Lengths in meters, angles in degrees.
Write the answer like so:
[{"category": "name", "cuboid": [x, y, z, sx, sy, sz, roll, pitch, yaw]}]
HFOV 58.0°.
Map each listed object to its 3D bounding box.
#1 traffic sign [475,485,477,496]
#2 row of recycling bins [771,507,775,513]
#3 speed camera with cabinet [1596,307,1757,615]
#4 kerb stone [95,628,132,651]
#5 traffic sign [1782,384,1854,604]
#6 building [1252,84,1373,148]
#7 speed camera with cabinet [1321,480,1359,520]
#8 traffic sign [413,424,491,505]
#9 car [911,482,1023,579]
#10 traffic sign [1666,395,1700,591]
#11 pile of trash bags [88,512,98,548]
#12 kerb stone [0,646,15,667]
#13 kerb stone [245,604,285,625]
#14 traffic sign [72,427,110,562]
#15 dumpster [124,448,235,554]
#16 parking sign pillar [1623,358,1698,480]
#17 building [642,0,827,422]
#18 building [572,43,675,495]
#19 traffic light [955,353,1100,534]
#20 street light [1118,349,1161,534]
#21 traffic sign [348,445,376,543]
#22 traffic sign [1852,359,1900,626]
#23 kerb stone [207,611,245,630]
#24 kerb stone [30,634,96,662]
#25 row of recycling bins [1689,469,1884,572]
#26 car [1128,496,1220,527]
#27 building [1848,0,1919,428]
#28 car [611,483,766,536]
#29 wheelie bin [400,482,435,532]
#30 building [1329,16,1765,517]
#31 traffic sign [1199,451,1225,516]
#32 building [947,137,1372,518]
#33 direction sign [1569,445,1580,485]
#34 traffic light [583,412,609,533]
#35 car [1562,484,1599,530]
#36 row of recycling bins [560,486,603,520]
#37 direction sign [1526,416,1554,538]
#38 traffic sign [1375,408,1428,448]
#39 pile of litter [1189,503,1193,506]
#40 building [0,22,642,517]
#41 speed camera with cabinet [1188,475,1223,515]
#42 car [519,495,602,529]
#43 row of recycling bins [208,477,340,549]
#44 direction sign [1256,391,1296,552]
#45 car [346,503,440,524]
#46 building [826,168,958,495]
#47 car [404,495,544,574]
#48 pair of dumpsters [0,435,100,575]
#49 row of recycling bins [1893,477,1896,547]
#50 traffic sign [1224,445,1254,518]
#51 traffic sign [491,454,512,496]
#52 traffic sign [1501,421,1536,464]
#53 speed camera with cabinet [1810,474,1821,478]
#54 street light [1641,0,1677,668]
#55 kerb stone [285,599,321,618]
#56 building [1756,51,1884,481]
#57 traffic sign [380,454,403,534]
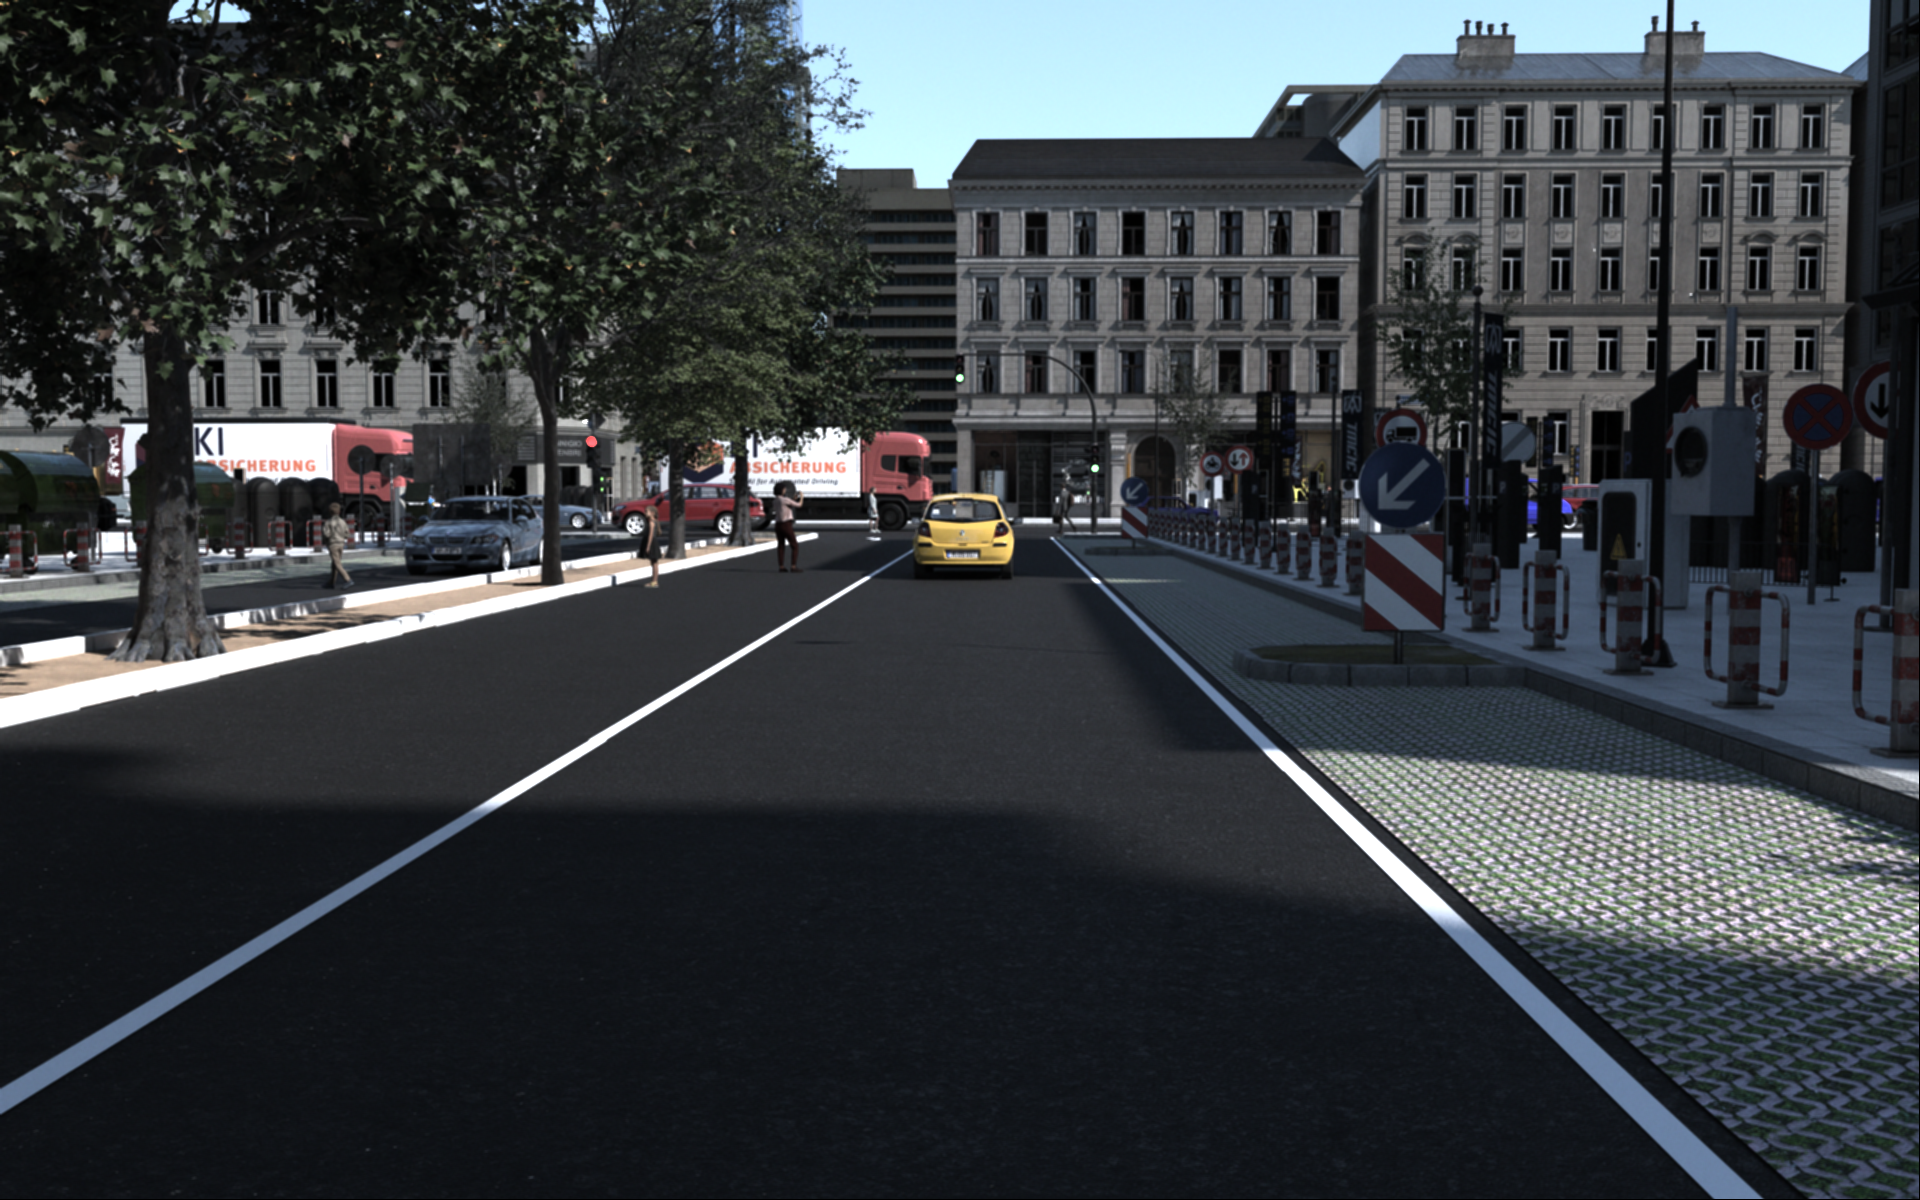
[{"category": "traffic sign", "cuboid": [-14.143, -2.968, 50.661, 0.606, 2.300, 0.079, 0, 4, 2]}, {"category": "row of recycling bins", "cuboid": [-13.553, -6.944, 120.652, 3.534, 1.692, 1.069, -1, 4, -13]}, {"category": "speed camera with cabinet", "cuboid": [7.831, -1.510, 19.031, 0.660, 3.252, 2.038, -1, 4, -12]}, {"category": "kerb stone", "cuboid": [-7.889, 0.366, 16.206, 0.120, 0.150, 1.000, 0, 4, 2]}, {"category": "traffic sign", "cuboid": [9.906, -1.222, 20.081, 0.768, 2.556, 0.104, 1, 4, 10]}, {"category": "building", "cuboid": [40.198, -28.493, 157.734, 32.217, 40.220, 23.993, 0, 4, 2]}, {"category": "speed camera with cabinet", "cuboid": [18.972, -5.662, 86.915, 2.038, 3.252, 0.660, 2, 4, 35]}, {"category": "traffic sign", "cuboid": [-14.684, -3.437, 50.060, 2.265, 3.308, 0.079, 0, 4, 2]}, {"category": "car", "cuboid": [0.106, -1.246, 30.601, 2.015, 1.641, 3.980, 0, 4, 2]}, {"category": "traffic sign", "cuboid": [9.576, -1.392, 22.759, 0.884, 2.594, 0.081, 1, 4, 8]}, {"category": "pile of trash bags", "cuboid": [-21.199, -1.879, 40.476, 1.912, 1.369, 3.447, -2, 4, -32]}, {"category": "kerb stone", "cuboid": [-7.957, 0.492, 14.150, 0.120, 0.150, 1.000, 0, 4, 2]}, {"category": "kerb stone", "cuboid": [-7.816, 0.179, 19.284, 0.120, 0.150, 1.000, 0, 4, 2]}, {"category": "traffic sign", "cuboid": [-16.424, -1.996, 32.744, 0.768, 2.556, 0.104, 0, 4, 7]}, {"category": "dumpster", "cuboid": [-16.403, -2.074, 36.407, 1.502, 2.255, 1.985, 0, 4, 2]}, {"category": "parking sign pillar", "cuboid": [13.907, -2.812, 34.443, 1.447, 3.967, 1.447, 0, 4, -4]}, {"category": "building", "cuboid": [-35.077, -57.948, 260.120, 31.000, 86.520, 22.319, 0, 4, 2]}, {"category": "building", "cuboid": [-32.443, -28.773, 154.037, 14.154, 41.232, 14.086, 0, 4, 2]}, {"category": "traffic light", "cuboid": [2.220, -4.967, 55.879, 4.771, 5.953, 1.251, 0, 4, 2]}, {"category": "street light", "cuboid": [5.758, -5.075, 55.516, 1.470, 5.913, 1.316, 0, 4, 2]}, {"category": "traffic sign", "cuboid": [-15.538, -2.745, 44.981, 0.768, 2.556, 0.104, 0, 4, 7]}, {"category": "traffic sign", "cuboid": [8.818, -1.000, 16.450, 0.768, 2.556, 0.104, 0, 4, 2]}, {"category": "kerb stone", "cuboid": [-7.845, 0.241, 18.260, 0.120, 0.150, 1.000, 0, 4, 2]}, {"category": "kerb stone", "cuboid": [-7.924, 0.431, 15.182, 0.120, 0.150, 1.000, 0, 4, 2]}, {"category": "row of recycling bins", "cuboid": [13.916, -1.388, 29.811, 1.069, 1.692, 3.534, -3, 5, -39]}, {"category": "car", "cuboid": [8.928, -3.678, 72.721, 3.894, 1.354, 1.945, 0, 4, 3]}, {"category": "building", "cuboid": [26.968, -14.313, 27.530, 14.314, 27.812, 24.014, 0, 4, 2]}, {"category": "car", "cuboid": [-9.400, -3.135, 59.923, 5.304, 1.827, 2.281, 0, 4, 1]}, {"category": "wheelie bin", "cuboid": [-14.740, -2.399, 47.124, 0.980, 1.594, 0.693, 0, 4, -3]}, {"category": "building", "cuboid": [34.041, -18.250, 95.653, 25.104, 27.353, 12.463, 0, 4, 2]}, {"category": "traffic sign", "cuboid": [7.464, -3.131, 51.306, 0.768, 2.556, 0.104, 0, 4, 5]}, {"category": "building", "cuboid": [1.228, -14.979, 95.819, 40.483, 20.767, 10.553, 0, 4, 2]}, {"category": "direction sign", "cuboid": [28.365, -5.384, 80.023, 0.876, 3.537, 0.379, -3, 5, -44]}, {"category": "traffic light", "cuboid": [-11.893, -4.126, 56.380, 0.839, 4.253, 0.868, 0, 4, 2]}, {"category": "car", "cuboid": [25.575, -3.715, 69.421, 5.304, 1.827, 2.281, 0, 4, 0]}, {"category": "row of recycling bins", "cuboid": [-18.611, -4.761, 84.959, 1.069, 1.692, 3.534, -3, 4, -37]}, {"category": "direction sign", "cuboid": [16.904, -3.581, 50.549, 0.379, 3.537, 0.876, -3, 5, -40]}, {"category": "traffic sign", "cuboid": [6.546, -1.569, 25.758, 0.768, 2.556, 0.104, 0, 4, 6]}, {"category": "pile of litter", "cuboid": [10.698, -4.209, 82.788, 1.176, 0.858, 1.719, 3, 5, 43]}, {"category": "building", "cuboid": [-41.343, -19.748, 99.290, 44.131, 29.872, 17.030, 0, 4, 2]}, {"category": "speed camera with cabinet", "cuboid": [11.959, -5.535, 84.833, 0.660, 3.252, 2.038, -2, 4, -34]}, {"category": "car", "cuboid": [-17.174, -3.678, 72.131, 4.499, 1.417, 2.014, 0, 4, 1]}, {"category": "row of recycling bins", "cuboid": [-16.554, -2.133, 41.989, 1.069, 1.692, 3.534, 2, 4, 30]}, {"category": "direction sign", "cuboid": [6.945, -2.821, 38.124, 0.876, 3.537, 0.379, 2, 4, 25]}, {"category": "car", "cuboid": [-22.608, -3.428, 68.413, 4.827, 1.381, 2.083, 0, 4, 3]}, {"category": "building", "cuboid": [-8.499, -38.917, 259.996, 21.600, 48.544, 21.300, 0, 4, 2]}, {"category": "car", "cuboid": [-8.962, -1.248, 32.407, 2.014, 1.417, 4.499, 0, 3, 0]}, {"category": "pair of dumpsters", "cuboid": [-15.249, -1.496, 26.953, 1.574, 2.255, 4.437, 0, 4, 1]}, {"category": "row of recycling bins", "cuboid": [21.766, -2.199, 43.075, 3.534, 1.692, 1.069, 2, 4, 30]}, {"category": "traffic sign", "cuboid": [7.192, -2.727, 44.697, 0.768, 2.556, 0.104, 1, 4, 11]}, {"category": "traffic sign", "cuboid": [-14.729, -3.390, 55.525, 0.768, 2.556, 0.104, 0, 4, 7]}, {"category": "traffic sign", "cuboid": [9.692, -1.852, 30.382, 0.768, 2.556, 0.104, 0, 4, 4]}, {"category": "speed camera with cabinet", "cuboid": [39.756, -5.268, 80.467, 0.660, 3.252, 2.038, 3, 4, 37]}, {"category": "street light", "cuboid": [4.658, -2.463, 12.806, 1.470, 5.913, 1.316, 0, 4, 2]}, {"category": "kerb stone", "cuboid": [-7.785, 0.115, 20.310, 0.120, 0.150, 1.000, 0, 4, 2]}, {"category": "building", "cuboid": [59.121, -18.175, 94.419, 25.104, 27.353, 12.463, 0, 4, 2]}, {"category": "traffic sign", "cuboid": [-18.084, -3.365, 55.117, 0.768, 2.556, 0.104, 0, 4, 5]}]
